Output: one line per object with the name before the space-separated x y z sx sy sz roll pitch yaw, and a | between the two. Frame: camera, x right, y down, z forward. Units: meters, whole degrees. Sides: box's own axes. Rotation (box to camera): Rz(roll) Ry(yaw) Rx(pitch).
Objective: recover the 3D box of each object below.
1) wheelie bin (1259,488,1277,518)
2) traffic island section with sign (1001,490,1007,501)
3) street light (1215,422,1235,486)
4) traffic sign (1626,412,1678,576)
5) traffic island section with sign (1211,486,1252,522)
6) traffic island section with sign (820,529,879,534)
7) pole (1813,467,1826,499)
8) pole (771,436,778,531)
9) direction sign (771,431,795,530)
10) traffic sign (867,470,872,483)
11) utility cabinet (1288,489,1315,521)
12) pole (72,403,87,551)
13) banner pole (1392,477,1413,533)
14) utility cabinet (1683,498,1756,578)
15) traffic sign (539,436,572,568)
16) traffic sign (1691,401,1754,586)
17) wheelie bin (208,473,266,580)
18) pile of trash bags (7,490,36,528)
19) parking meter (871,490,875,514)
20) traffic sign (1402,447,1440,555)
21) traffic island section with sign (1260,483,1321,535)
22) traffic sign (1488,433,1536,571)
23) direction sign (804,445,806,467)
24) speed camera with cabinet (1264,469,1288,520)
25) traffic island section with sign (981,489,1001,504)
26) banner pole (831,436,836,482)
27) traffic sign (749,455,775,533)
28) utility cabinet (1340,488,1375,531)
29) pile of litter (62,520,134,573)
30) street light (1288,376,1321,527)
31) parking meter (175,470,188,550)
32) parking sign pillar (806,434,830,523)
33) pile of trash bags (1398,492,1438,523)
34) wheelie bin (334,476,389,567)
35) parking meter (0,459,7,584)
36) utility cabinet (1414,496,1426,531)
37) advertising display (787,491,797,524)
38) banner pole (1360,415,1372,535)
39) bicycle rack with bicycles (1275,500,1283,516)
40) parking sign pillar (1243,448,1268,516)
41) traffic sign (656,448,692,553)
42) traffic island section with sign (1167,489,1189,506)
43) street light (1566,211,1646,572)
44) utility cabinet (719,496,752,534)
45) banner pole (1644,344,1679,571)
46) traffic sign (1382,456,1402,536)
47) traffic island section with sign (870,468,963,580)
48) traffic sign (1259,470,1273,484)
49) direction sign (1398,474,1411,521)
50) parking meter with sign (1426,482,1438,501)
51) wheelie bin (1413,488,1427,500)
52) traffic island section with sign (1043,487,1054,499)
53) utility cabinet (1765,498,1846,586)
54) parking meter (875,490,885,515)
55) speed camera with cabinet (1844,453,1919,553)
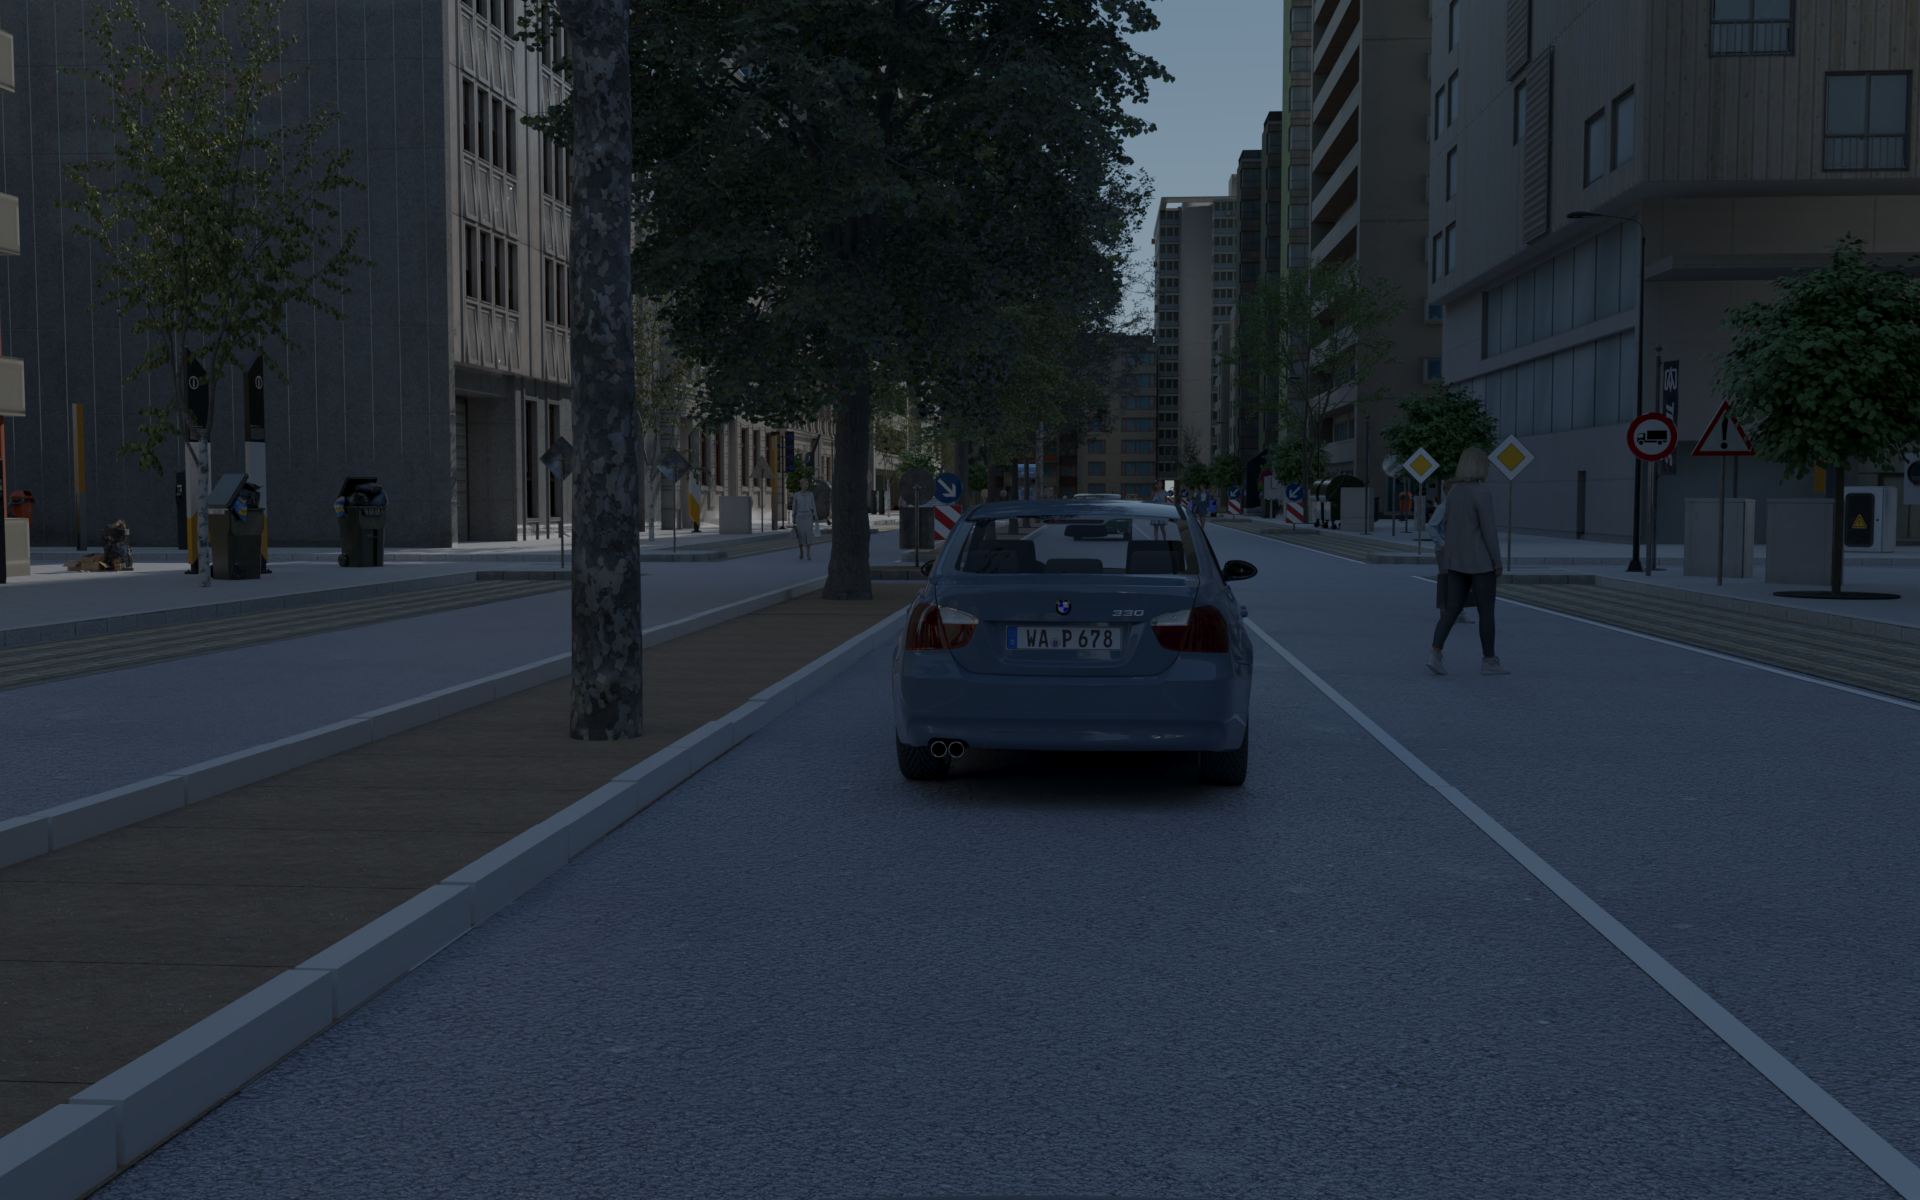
wheelie bin | 16.216 -5.102 91.330 0.980 1.594 0.693 -1 4 -17
traffic island section with sign | 4.254 -9.685 166.974 1.989 1.847 2.006 0 4 5
street light | 17.093 -8.487 111.304 1.470 5.913 1.316 0 4 5
traffic sign | 10.797 -1.650 27.092 0.768 2.556 0.104 1 4 11
traffic island section with sign | 13.885 -4.903 88.789 1.989 1.847 2.006 0 4 5
traffic island section with sign | -3.991 -3.310 62.745 1.989 1.847 2.006 0 4 5
pole | 13.838 -2.080 27.859 0.158 3.312 0.155 0 3 0
pole | -6.522 -4.098 60.850 0.158 3.312 0.155 0 3 0
direction sign | -6.389 -4.310 62.463 0.876 3.537 0.379 1 4 11
traffic sign | -4.821 -5.343 87.469 0.768 2.556 0.104 1 4 8
utility cabinet | 15.857 -4.387 80.403 1.173 1.500 0.318 2 4 32
pole | -19.851 -2.765 39.052 0.158 3.312 0.155 0 3 0
banner pole | 14.598 -4.111 57.228 0.863 3.779 0.401 -2 4 -27
utility cabinet | 11.757 -0.958 26.828 0.306 1.237 1.020 -2 4 -33
traffic sign | -6.887 -1.610 29.968 0.795 2.450 0.064 0 4 5
traffic sign | 10.643 -1.479 24.190 0.884 2.594 0.081 0 4 5
wheelie bin | -10.928 -1.114 26.124 0.980 1.594 0.693 2 4 35
pile of trash bags | -22.438 -1.843 39.882 1.912 1.369 3.447 0 4 2
parking meter | -5.452 -6.198 109.743 0.372 1.533 0.369 0 3 0
traffic sign | 9.736 -2.019 36.648 0.795 2.450 0.064 0 4 5
traffic island section with sign | 11.768 -3.259 61.917 1.989 1.847 2.006 0 4 5
traffic sign | 9.106 -1.532 28.688 0.795 2.450 0.064 0 4 5
direction sign | -7.133 -5.362 79.660 0.379 3.537 0.876 0 4 0
speed camera with cabinet | 16.345 -5.674 87.104 2.038 3.252 0.660 -1 4 -15
traffic island section with sign | 2.080 -8.007 139.535 1.989 1.847 2.006 0 4 5
banner pole | -5.355 -5.172 74.582 0.401 3.779 0.863 -3 5 -43
traffic sign | -6.597 -3.531 57.737 0.884 2.594 0.081 1 4 9
utility cabinet | 13.621 -3.099 59.345 0.318 1.500 1.173 -3 5 -42
pile of litter | -14.428 -0.922 29.040 1.176 0.858 1.719 -1 4 -10
street light | 13.634 -5.868 68.481 1.470 5.913 1.316 0 4 5
parking meter | -17.808 -2.090 39.875 0.255 1.863 0.399 2 4 30
parking sign pillar | -6.551 -5.449 77.563 1.447 3.967 1.447 1 4 9
pile of trash bags | 20.862 -4.086 76.562 1.912 1.369 3.447 -3 5 -40
wheelie bin | -10.511 -1.385 30.548 0.693 1.594 0.980 2 4 34
parking meter | -13.866 -1.166 24.783 0.399 1.863 0.255 3 5 42
utility cabinet | 15.998 -3.004 60.271 0.306 1.237 1.020 1 4 9
advertising display | -6.879 -4.198 73.843 0.974 1.923 0.123 0 4 4
banner pole | 12.982 -3.981 55.114 0.401 3.779 0.863 1 4 23
bicycle rack with bicycles | 19.476 -5.534 103.855 2.852 0.926 2.925 0 4 1
parking sign pillar | 17.164 -6.858 100.594 1.447 3.967 1.447 -1 4 -14
traffic sign | -6.257 -2.097 37.928 0.795 2.450 0.064 0 4 5
traffic island section with sign | 17.798 -7.928 138.256 1.989 1.847 2.006 0 4 5
street light | 10.635 -3.423 28.506 1.470 5.913 1.316 0 4 5
utility cabinet | -7.177 -2.704 55.376 1.020 1.237 0.306 1 4 12
banner pole | 11.700 -2.372 28.794 0.401 3.779 0.863 0 4 -8
traffic sign | 13.214 -3.218 52.717 0.768 2.556 0.104 1 4 10
traffic island section with sign | -0.808 -1.324 29.786 2.006 1.907 1.989 0 4 5
traffic sign | 16.520 -5.704 93.371 0.768 2.556 0.104 0 4 6
direction sign | 20.960 -5.505 81.997 0.379 3.537 0.876 -3 5 -43
parking meter with sign | 22.301 -5.214 81.517 1.738 3.016 0.543 1 4 18
wheelie bin | 22.704 -4.707 84.860 0.980 1.594 0.693 1 4 16
traffic island section with sign | 5.700 -6.357 112.075 2.006 1.907 1.989 0 4 5
utility cabinet | 12.013 -0.823 24.620 0.306 1.237 1.020 -2 4 -32
parking meter | -4.836 -6.038 107.135 0.372 1.533 0.369 0 3 0
speed camera with cabinet | 20.156 -2.634 37.399 0.660 3.252 2.038 -2 4 -35
